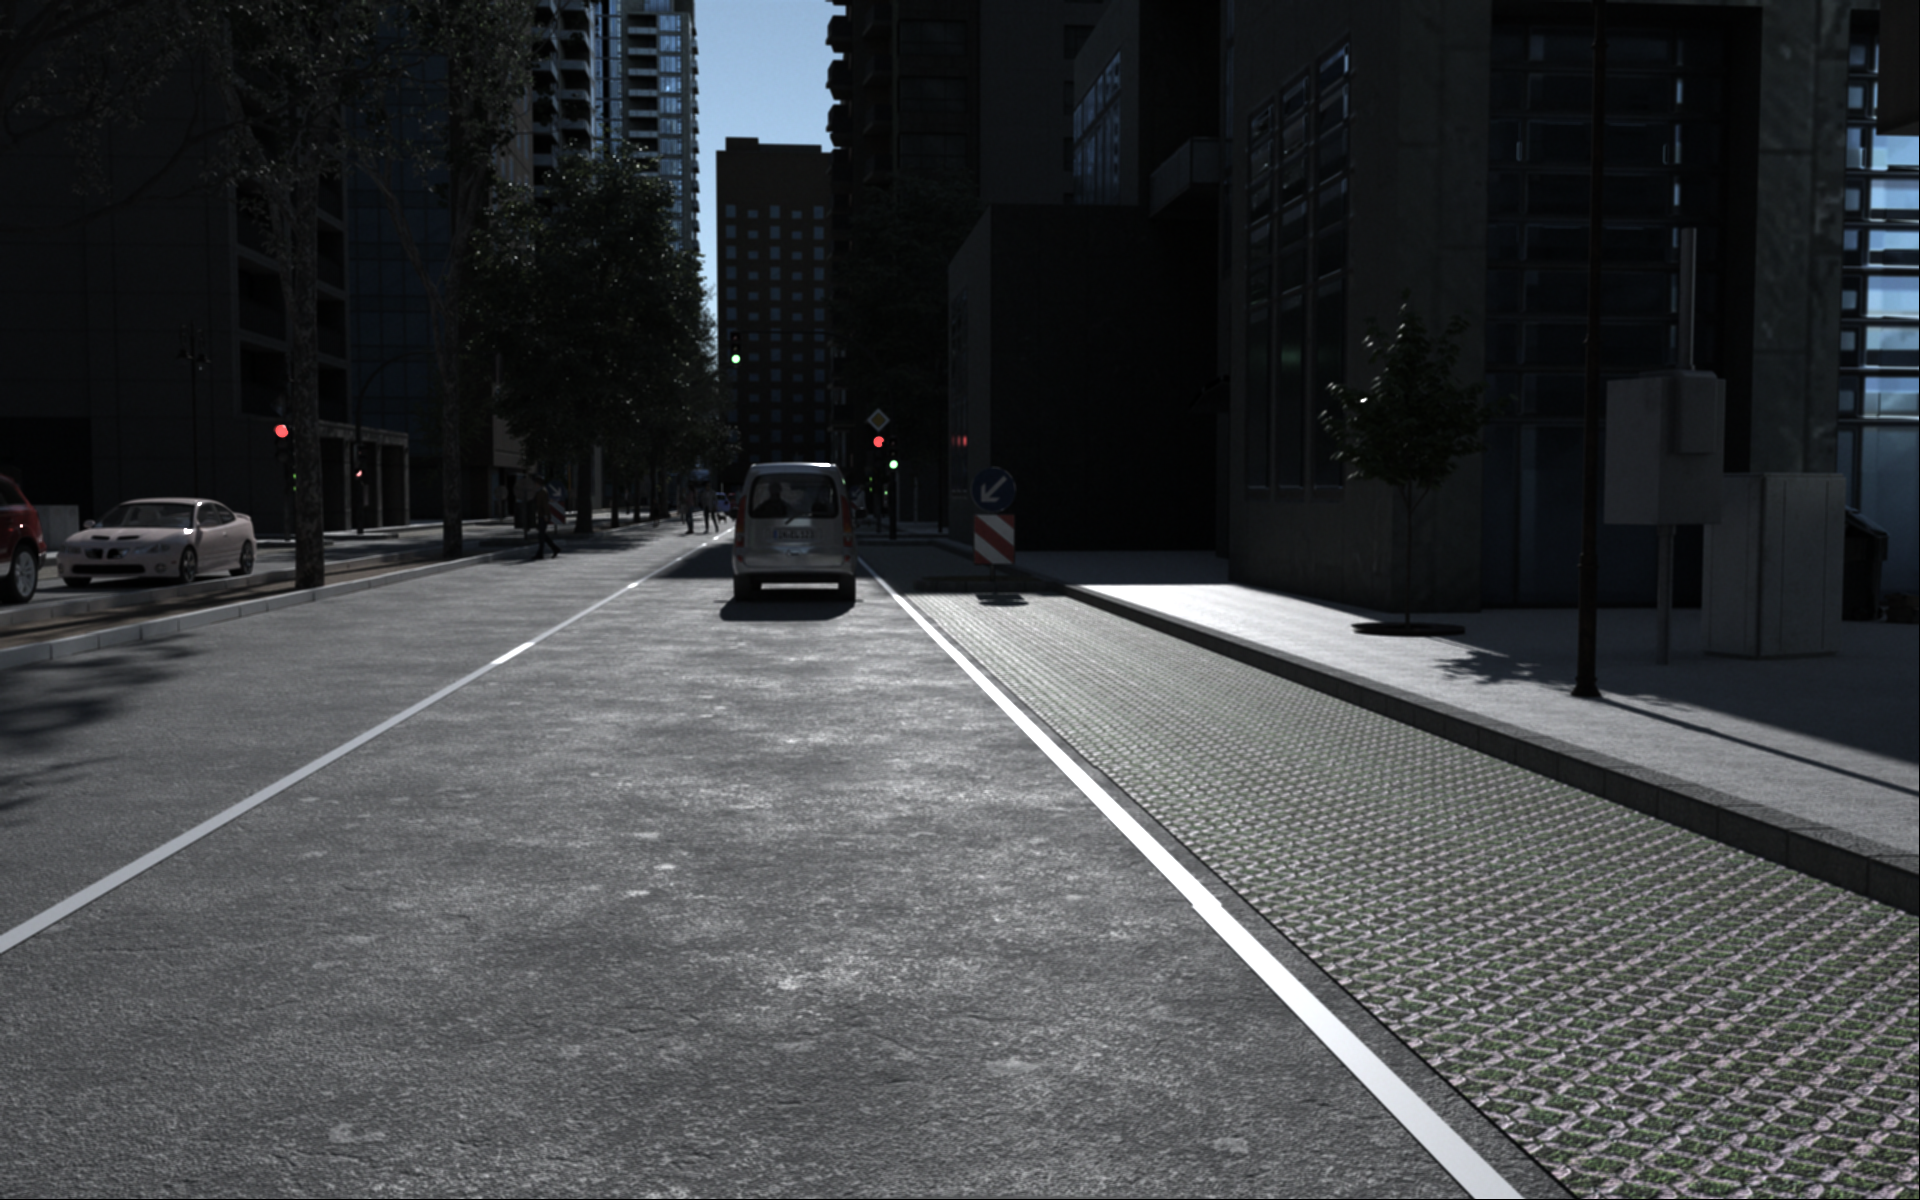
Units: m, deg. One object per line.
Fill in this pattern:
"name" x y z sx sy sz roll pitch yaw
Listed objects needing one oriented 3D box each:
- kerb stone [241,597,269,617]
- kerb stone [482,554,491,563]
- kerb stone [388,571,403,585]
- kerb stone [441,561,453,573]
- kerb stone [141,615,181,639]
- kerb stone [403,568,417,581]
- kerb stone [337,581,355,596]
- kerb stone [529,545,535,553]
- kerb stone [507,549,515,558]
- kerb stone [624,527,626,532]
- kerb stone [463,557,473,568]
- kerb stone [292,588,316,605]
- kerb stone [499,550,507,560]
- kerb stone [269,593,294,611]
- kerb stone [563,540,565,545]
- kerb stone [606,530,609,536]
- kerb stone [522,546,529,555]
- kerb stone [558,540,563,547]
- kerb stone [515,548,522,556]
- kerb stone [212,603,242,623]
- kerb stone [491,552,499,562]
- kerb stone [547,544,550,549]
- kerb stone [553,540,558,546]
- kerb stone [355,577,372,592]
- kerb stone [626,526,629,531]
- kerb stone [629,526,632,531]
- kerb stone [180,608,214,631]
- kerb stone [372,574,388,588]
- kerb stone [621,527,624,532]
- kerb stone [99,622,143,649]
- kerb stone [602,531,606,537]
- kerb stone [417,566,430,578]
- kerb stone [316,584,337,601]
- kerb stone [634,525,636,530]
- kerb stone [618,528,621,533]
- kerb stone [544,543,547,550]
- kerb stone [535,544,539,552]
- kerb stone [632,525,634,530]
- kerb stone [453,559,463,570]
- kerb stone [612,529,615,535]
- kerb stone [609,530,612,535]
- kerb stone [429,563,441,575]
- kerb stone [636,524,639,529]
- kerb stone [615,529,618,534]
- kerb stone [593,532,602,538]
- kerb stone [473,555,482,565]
"kerb stone" -8.460 0.097 20.604 0.120 0.150 1.000 0 4 -5
"kerb stone" -9.936 -0.840 35.924 0.120 0.150 1.000 0 4 -5
"kerb stone" -9.147 -0.342 27.781 0.120 0.150 1.000 0 4 -5
"kerb stone" -9.536 -0.591 31.853 0.120 0.150 1.000 0 4 -5
"kerb stone" -8.161 0.286 17.545 0.120 0.150 1.000 0 4 -5
"kerb stone" -9.243 -0.404 28.799 0.120 0.150 1.000 0 4 -5
"kerb stone" -8.856 -0.154 24.714 0.120 0.150 1.000 0 4 -5
"kerb stone" -10.521 -1.211 42.054 0.120 0.150 1.000 0 4 -5
"kerb stone" -10.220 -1.028 38.997 0.120 0.150 1.000 0 4 -5
"kerb stone" -12.730 -2.616 65.023 0.120 0.150 1.000 0 4 -5
"kerb stone" -9.738 -0.715 33.890 0.120 0.150 1.000 0 4 -5
"kerb stone" -8.658 -0.028 22.654 0.120 0.150 1.000 0 4 -5
"kerb stone" -10.131 -0.963 37.979 0.120 0.150 1.000 0 4 -5
"kerb stone" -8.556 0.037 21.637 0.120 0.150 1.000 0 4 -5
"kerb stone" -11.109 -1.590 48.184 0.120 0.150 1.000 0 4 -5
"kerb stone" -12.140 -2.245 58.899 0.120 0.150 1.000 0 4 -5
"kerb stone" -10.415 -1.152 41.037 0.120 0.150 1.000 0 4 -5
"kerb stone" -11.016 -1.527 47.162 0.120 0.150 1.000 0 4 -5
"kerb stone" -10.325 -1.090 40.019 0.120 0.150 1.000 0 4 -5
"kerb stone" -8.366 0.160 19.581 0.120 0.150 1.000 0 4 -5
"kerb stone" -10.027 -0.900 36.950 0.120 0.150 1.000 0 4 -5
"kerb stone" -10.813 -1.401 45.124 0.120 0.150 1.000 0 4 -5
"kerb stone" -10.916 -1.465 46.144 0.120 0.150 1.000 0 4 -5
"kerb stone" -8.957 -0.210 25.738 0.120 0.150 1.000 0 4 -5
"kerb stone" -12.828 -2.679 66.048 0.120 0.150 1.000 0 4 -5
"kerb stone" -12.926 -2.745 67.072 0.120 0.150 1.000 0 4 -5
"kerb stone" -8.257 0.223 18.565 0.120 0.150 1.000 0 4 -5
"kerb stone" -9.050 -0.271 26.756 0.120 0.150 1.000 0 4 -5
"kerb stone" -12.636 -2.557 63.997 0.120 0.150 1.000 0 4 -5
"kerb stone" -8.066 0.350 16.510 0.120 0.150 1.000 0 4 -5
"kerb stone" -12.046 -2.180 57.881 0.120 0.150 1.000 0 4 -5
"kerb stone" -9.341 -0.460 29.817 0.120 0.150 1.000 0 4 -5
"kerb stone" -8.748 -0.091 23.682 0.120 0.150 1.000 0 4 -5
"kerb stone" -13.125 -2.870 69.118 0.120 0.150 1.000 0 4 -5
"kerb stone" -12.529 -2.492 62.972 0.120 0.150 1.000 0 4 -5
"kerb stone" -10.721 -1.340 44.100 0.120 0.150 1.000 0 4 -5
"kerb stone" -10.618 -1.277 43.077 0.120 0.150 1.000 0 4 -5
"kerb stone" -13.030 -2.799 68.093 0.120 0.150 1.000 0 4 -5
"kerb stone" -9.635 -0.648 32.874 0.120 0.150 1.000 0 4 -5
"kerb stone" -12.328 -2.370 60.937 0.120 0.150 1.000 0 4 -5
"kerb stone" -12.240 -2.305 59.916 0.120 0.150 1.000 0 4 -5
"kerb stone" -9.442 -0.528 30.835 0.120 0.150 1.000 0 4 -5
"kerb stone" -13.219 -2.932 70.136 0.120 0.150 1.000 0 4 -5
"kerb stone" -12.437 -2.432 61.954 0.120 0.150 1.000 0 4 -5
"kerb stone" -11.946 -2.120 56.862 0.120 0.150 1.000 0 4 -5
"kerb stone" -9.839 -0.775 34.907 0.120 0.150 1.000 0 4 -5
